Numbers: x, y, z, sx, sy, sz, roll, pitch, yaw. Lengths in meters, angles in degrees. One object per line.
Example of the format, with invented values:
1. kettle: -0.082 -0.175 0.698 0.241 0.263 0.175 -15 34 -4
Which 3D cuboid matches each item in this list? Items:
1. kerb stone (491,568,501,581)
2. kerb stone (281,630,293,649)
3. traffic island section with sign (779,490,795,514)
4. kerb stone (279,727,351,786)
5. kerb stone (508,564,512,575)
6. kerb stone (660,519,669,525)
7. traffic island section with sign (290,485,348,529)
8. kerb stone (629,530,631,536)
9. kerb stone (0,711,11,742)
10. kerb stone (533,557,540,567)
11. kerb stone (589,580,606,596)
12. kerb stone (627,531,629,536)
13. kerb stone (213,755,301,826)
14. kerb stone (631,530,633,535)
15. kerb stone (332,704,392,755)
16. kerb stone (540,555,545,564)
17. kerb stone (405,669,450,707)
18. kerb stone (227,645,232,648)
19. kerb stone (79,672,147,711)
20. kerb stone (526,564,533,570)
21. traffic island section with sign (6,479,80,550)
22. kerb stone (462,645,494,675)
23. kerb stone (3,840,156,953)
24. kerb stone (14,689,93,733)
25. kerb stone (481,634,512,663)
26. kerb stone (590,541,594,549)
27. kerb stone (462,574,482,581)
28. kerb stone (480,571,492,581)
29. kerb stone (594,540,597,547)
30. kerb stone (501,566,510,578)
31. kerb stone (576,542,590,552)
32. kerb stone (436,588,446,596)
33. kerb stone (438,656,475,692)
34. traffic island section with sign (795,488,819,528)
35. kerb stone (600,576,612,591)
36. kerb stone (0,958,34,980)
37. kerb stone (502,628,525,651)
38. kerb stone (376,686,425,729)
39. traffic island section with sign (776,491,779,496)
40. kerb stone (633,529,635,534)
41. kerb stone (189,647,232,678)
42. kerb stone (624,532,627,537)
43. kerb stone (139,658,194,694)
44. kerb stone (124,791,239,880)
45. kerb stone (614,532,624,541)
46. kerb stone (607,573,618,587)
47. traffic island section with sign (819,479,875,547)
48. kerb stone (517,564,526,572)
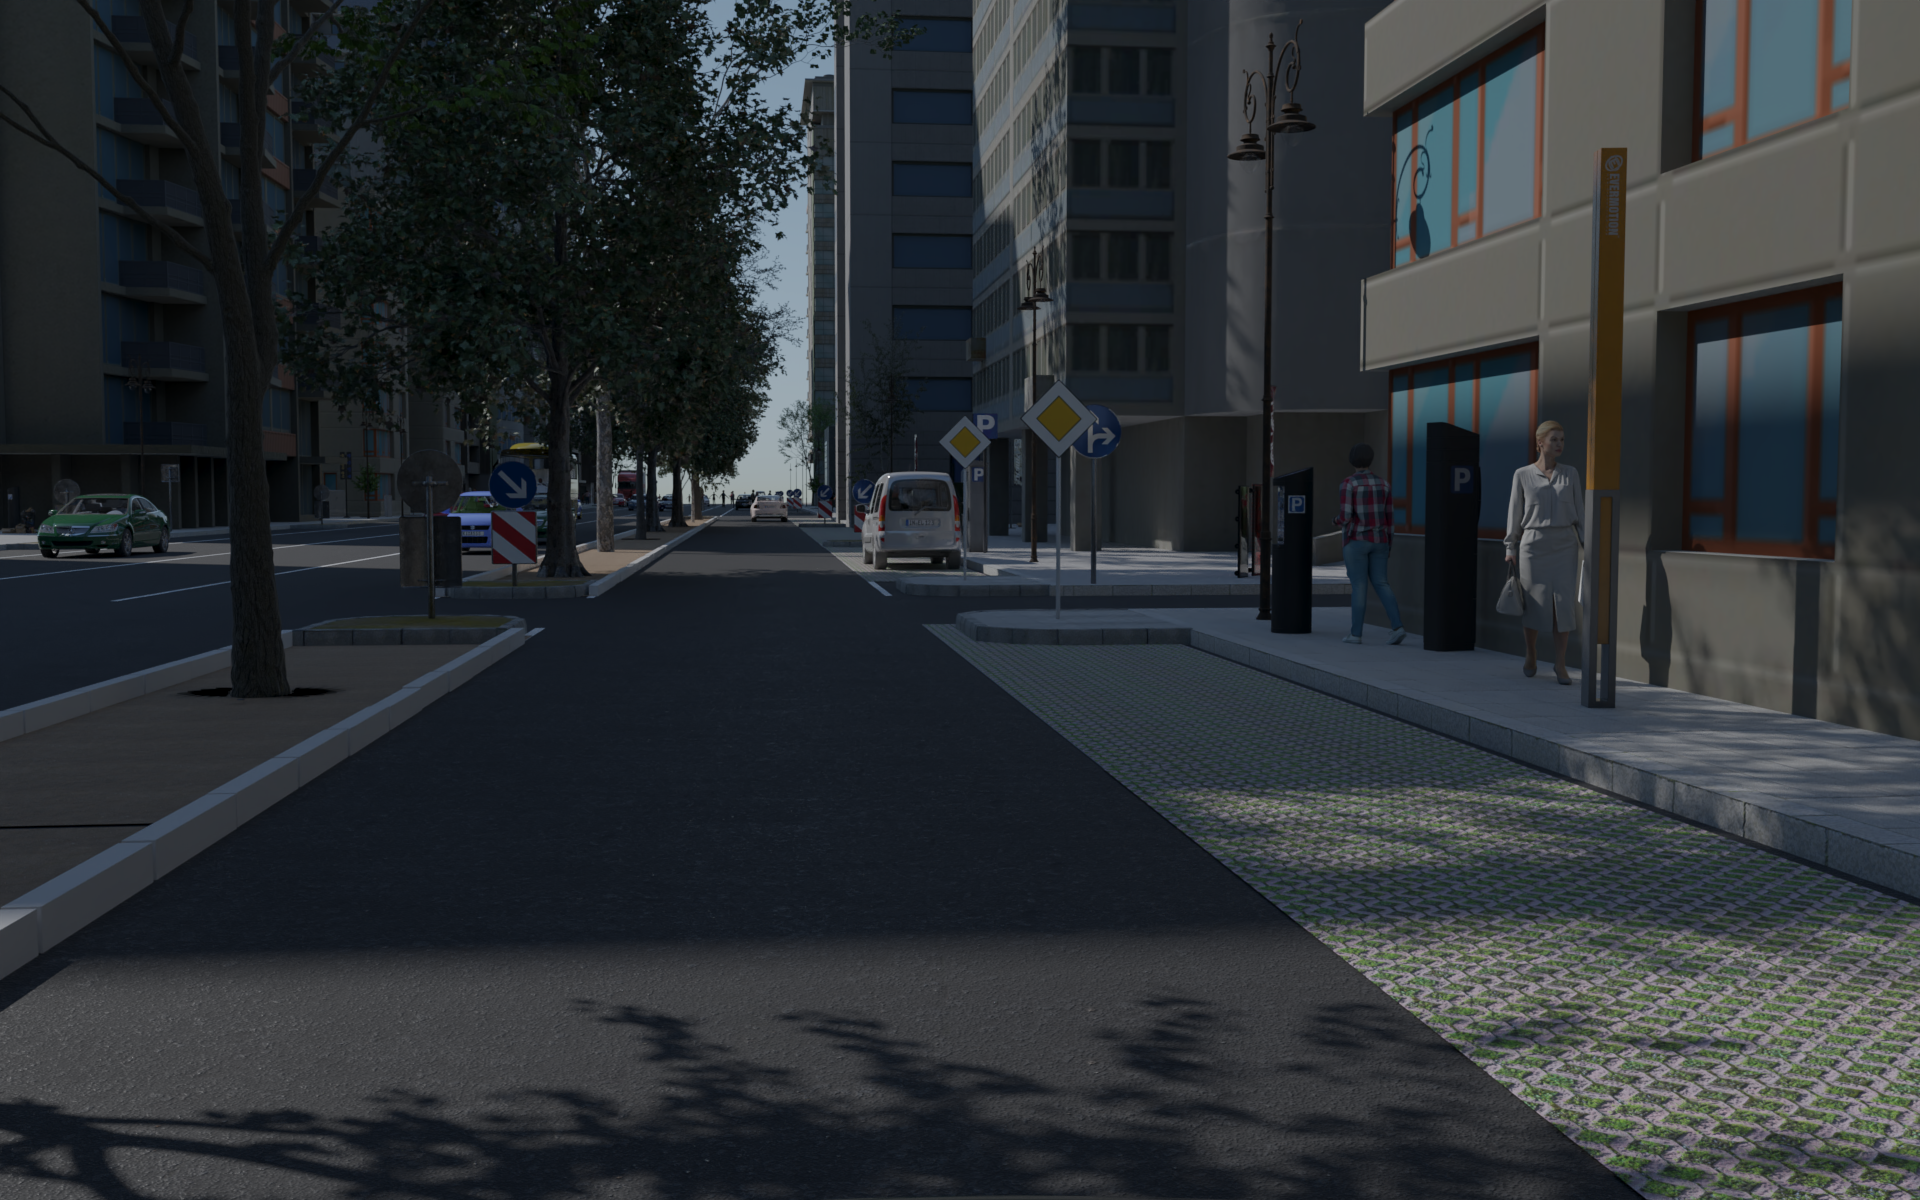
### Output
1. kerb stone: -7.761 -0.394 28.631 0.120 0.150 1.000 0 4 -7
2. kerb stone: -6.266 0.388 15.859 0.120 0.150 1.000 0 4 -7
3. traffic island section with sign: -11.785 -7.074 124.288 1.989 1.847 2.006 0 4 -7
4. kerb stone: -3.342 0.810 8.948 0.120 0.150 1.000 0 4 -7
5. kerb stone: -8.013 -0.518 30.665 0.120 0.150 1.000 0 4 -7
6. kerb stone: -14.103 -3.692 82.586 0.120 0.150 1.000 0 4 -7
7. traffic island section with sign: -26.783 -3.905 72.473 1.989 1.847 2.006 0 4 -7
8. kerb stone: -11.234 -2.200 58.159 0.120 0.150 1.000 0 4 -7
9. kerb stone: -5.548 0.761 9.753 0.120 0.150 1.000 0 4 -7
10. kerb stone: -8.353 -0.706 33.731 0.120 0.150 1.000 0 4 -7
11. kerb stone: -5.194 -0.156 24.754 0.120 0.150 1.000 0 4 -7
12. kerb stone: -11.115 -2.137 57.142 0.120 0.150 1.000 0 4 -7
13. kerb stone: -3.223 0.873 7.926 0.120 0.150 1.000 0 4 -7
14. kerb stone: -11.353 -2.260 59.186 0.120 0.150 1.000 0 4 -7
15. kerb stone: -3.453 0.748 9.964 0.120 0.150 1.000 0 4 -7
16. kerb stone: -8.479 -0.765 34.750 0.120 0.150 1.000 0 4 -7
17. kerb stone: -3.704 0.623 12.010 0.120 0.150 1.000 0 4 -7
18. kerb stone: -6.138 0.450 14.845 0.120 0.150 1.000 0 4 -7
19. kerb stone: -5.793 0.636 11.793 0.120 0.150 1.000 0 4 -7
20. kerb stone: -8.242 -0.643 32.706 0.120 0.150 1.000 0 4 -7
21. traffic island section with sign: -23.614 -2.253 45.464 1.989 1.847 2.006 0 4 -7
22. kerb stone: -3.939 0.502 14.061 0.120 0.150 1.000 0 4 -7
23. kerb stone: -2.980 1.000 5.888 0.120 0.150 1.000 0 4 -7
24. kerb stone: -5.667 0.699 10.770 0.120 0.150 1.000 0 4 -7
25. kerb stone: -4.058 0.435 15.085 0.120 0.150 1.000 0 4 -7
26. kerb stone: -9.680 -1.391 44.933 0.120 0.150 1.000 0 4 -7
27. kerb stone: -7.527 -0.269 26.600 0.120 0.150 1.000 0 4 -7
28. kerb stone: -7.644 -0.332 27.616 0.120 0.150 1.000 0 4 -7
29. kerb stone: -9.805 -1.450 45.954 0.120 0.150 1.000 0 4 -7
30. kerb stone: -7.883 -0.456 29.646 0.120 0.150 1.000 0 4 -7
31. kerb stone: -9.558 -1.328 43.915 0.120 0.150 1.000 0 4 -7
32. kerb stone: -7.285 -0.143 24.565 0.120 0.150 1.000 0 4 -7
33. kerb stone: -3.812 0.560 13.036 0.120 0.150 1.000 0 4 -7
34. traffic island section with sign: -5.952 -4.033 74.571 1.989 1.847 2.006 0 4 -7
35. kerb stone: -5.315 -0.217 25.775 0.120 0.150 1.000 0 4 -7
36. kerb stone: -2.863 1.063 4.871 0.120 0.150 1.000 0 4 -7
37. kerb stone: -4.176 0.373 16.101 0.120 0.150 1.000 0 4 -7
38. kerb stone: -3.573 0.692 10.992 0.120 0.150 1.000 0 4 -7
39. traffic island section with sign: -14.983 -8.734 151.425 1.989 1.847 2.006 0 4 -7
40. kerb stone: -11.478 -2.324 60.200 0.120 0.150 1.000 0 4 -7
41. kerb stone: -6.036 0.516 13.825 0.120 0.150 1.000 0 4 -7
42. kerb stone: -10.987 -2.074 56.128 0.120 0.150 1.000 0 4 -7
43. kerb stone: -5.910 0.574 12.809 0.120 0.150 1.000 0 4 -7
44. kerb stone: -3.100 0.935 6.911 0.120 0.150 1.000 0 4 -7
45. kerb stone: -10.870 -2.013 55.112 0.120 0.150 1.000 0 4 -7
46. kerb stone: -5.432 -0.281 26.795 0.120 0.150 1.000 0 4 -7
47. traffic island section with sign: -2.745 -2.360 47.215 1.989 1.847 2.006 0 4 -7
48. kerb stone: -8.124 -0.581 31.690 0.120 0.150 1.000 0 4 -7
